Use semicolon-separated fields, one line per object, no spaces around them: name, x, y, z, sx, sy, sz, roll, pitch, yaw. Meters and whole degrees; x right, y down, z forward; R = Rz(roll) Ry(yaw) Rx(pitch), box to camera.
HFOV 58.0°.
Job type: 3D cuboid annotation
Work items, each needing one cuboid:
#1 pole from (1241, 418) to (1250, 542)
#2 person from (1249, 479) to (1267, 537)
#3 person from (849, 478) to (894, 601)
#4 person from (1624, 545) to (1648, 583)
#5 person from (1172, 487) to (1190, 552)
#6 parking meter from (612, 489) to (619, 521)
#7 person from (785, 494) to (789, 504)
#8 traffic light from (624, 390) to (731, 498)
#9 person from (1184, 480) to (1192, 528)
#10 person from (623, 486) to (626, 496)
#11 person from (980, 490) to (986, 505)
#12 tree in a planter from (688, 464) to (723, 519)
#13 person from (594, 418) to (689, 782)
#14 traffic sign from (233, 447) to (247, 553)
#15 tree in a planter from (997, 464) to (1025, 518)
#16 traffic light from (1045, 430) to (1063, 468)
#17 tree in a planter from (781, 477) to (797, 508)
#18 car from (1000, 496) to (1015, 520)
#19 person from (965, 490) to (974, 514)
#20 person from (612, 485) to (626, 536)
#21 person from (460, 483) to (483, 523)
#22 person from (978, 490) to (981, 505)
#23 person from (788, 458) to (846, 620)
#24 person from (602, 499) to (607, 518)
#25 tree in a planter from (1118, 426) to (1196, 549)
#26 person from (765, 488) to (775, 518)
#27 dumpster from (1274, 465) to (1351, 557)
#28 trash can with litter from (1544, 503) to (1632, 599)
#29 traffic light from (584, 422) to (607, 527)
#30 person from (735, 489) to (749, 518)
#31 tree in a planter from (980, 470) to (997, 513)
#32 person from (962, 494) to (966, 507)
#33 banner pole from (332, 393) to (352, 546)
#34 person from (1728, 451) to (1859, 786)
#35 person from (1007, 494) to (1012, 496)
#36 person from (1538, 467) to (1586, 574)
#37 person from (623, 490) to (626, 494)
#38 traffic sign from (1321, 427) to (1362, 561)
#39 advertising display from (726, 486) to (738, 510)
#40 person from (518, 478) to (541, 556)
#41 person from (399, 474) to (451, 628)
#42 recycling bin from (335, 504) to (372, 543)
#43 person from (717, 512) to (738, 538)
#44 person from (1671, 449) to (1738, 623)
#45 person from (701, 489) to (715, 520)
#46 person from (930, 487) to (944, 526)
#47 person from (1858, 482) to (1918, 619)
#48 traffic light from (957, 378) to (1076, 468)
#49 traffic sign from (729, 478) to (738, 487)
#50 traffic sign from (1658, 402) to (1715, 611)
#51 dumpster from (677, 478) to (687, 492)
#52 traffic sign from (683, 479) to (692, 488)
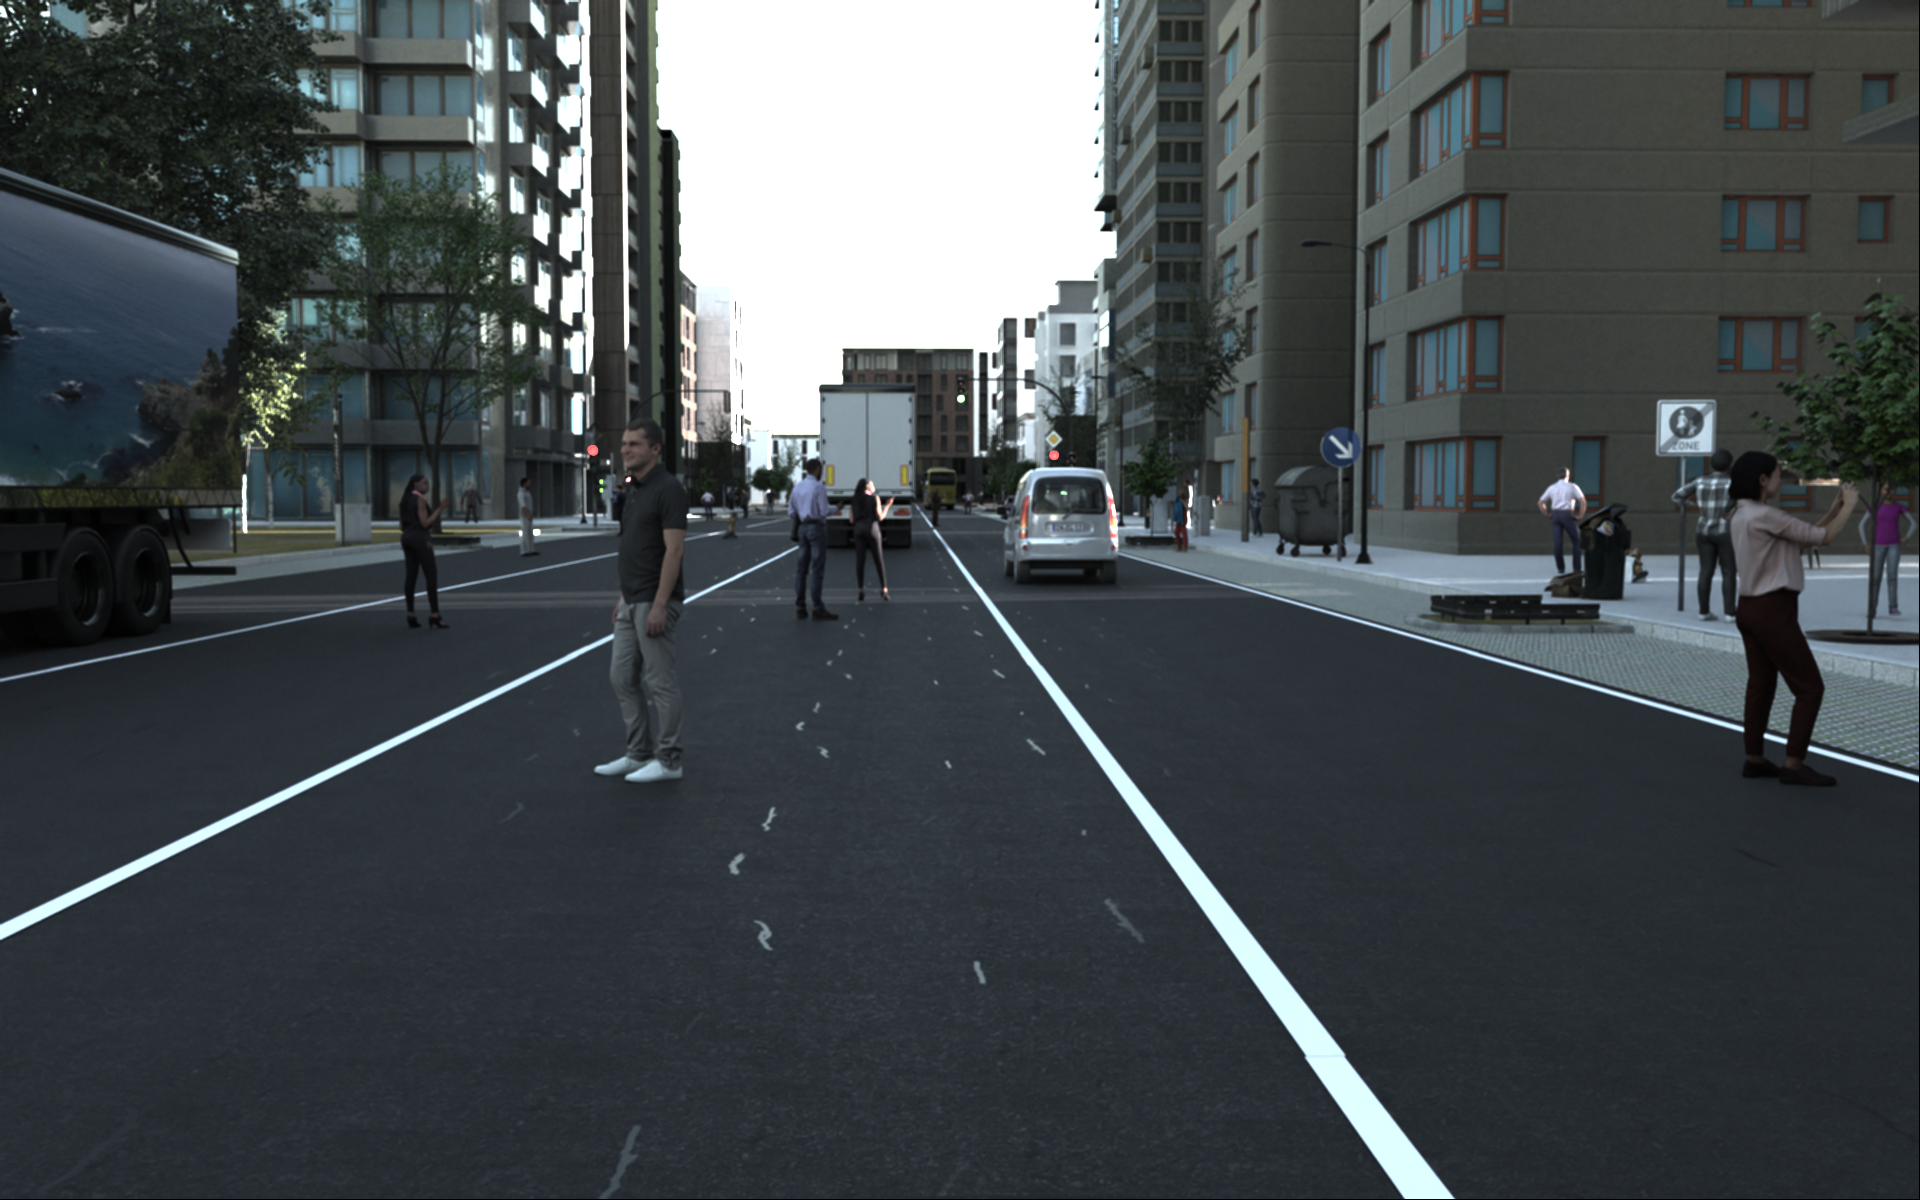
pole;7.644;-3.210;46.334;0.158;3.312;0.155;0;3;0
person;8.804;-2.733;51.454;0.376;1.734;0.841;3;4;38
person;-1.197;-0.820;23.383;0.593;1.643;0.415;-2;4;-30
person;9.716;-0.521;25.038;0.357;0.543;0.381;-2;4;-24
person;5.417;-1.975;42.493;0.444;1.614;0.593;1;4;9
parking meter;-16.395;-4.539;82.624;0.372;1.533;0.369;0;3;0
person;-23.026;-13.599;231.395;0.990;1.755;0.434;3;4;38
traffic light;-12.406;-6.182;75.745;4.771;5.953;1.251;0;4;-2
person;8.467;-3.610;65.213;0.789;1.805;0.875;0;4;-3
person;-19.006;-5.610;98.211;0.568;1.767;0.683;-2;4;-27
person;2.616;-11.762;199.085;0.721;1.736;1.217;-2;4;-33
tree in a planter;-14.996;-6.386;101.628;1.991;3.239;1.994;0;4;-2
person;-1.600;-0.004;8.700;0.434;1.807;0.598;-1;4;-21
traffic sign;-15.757;-2.168;37.584;0.606;2.300;0.079;0;4;7
tree in a planter;3.361;-6.392;101.739;1.991;3.239;1.994;0;4;-2
traffic light;4.098;-5.340;76.222;0.839;4.253;0.868;0;4;-2
tree in a planter;-17.284;-11.033;177.619;1.991;3.239;1.994;0;4;-2
car;3.242;-5.241;98.275;1.945;1.354;3.894;0;4;-1
person;0.612;-6.864;121.669;0.756;1.711;0.436;3;5;42
person;-11.722;-3.081;59.572;0.504;1.737;0.576;0;4;-3
person;-21.728;-4.309;77.053;0.990;1.755;0.434;-1;4;-11
person;2.321;-11.910;201.474;0.721;1.736;1.217;-2;4;-34
person;-1.614;-0.710;19.976;0.709;1.838;0.599;3;5;41
person;-18.687;-4.991;91.559;0.340;1.345;0.435;1;4;15
tree in a planter;5.056;-2.952;45.494;1.991;3.239;1.994;0;4;-2
person;-11.282;-5.766;102.896;0.598;1.807;0.434;0;4;1
dumpster;7.306;-1.843;35.893;1.264;1.857;1.865;0;4;-2
trash can with litter;7.672;-0.603;21.247;0.624;1.170;1.055;-2;4;-35
traffic light;-14.254;-4.816;67.665;0.839;4.253;0.868;0;4;-2
person;-12.987;-5.766;103.305;0.750;1.759;0.617;-2;4;-28
tree in a planter;2.528;-8.079;129.310;1.991;3.239;1.994;0;4;-2
person;0.465;-11.204;194.867;0.628;1.438;0.799;-3;4;-38
banner pole;-15.480;-3.250;43.161;0.401;3.779;0.863;-3;4;-36
person;4.162;0.078;8.684;0.566;1.644;0.517;3;5;44
person;4.920;-9.544;162.801;1.217;1.735;0.721;0;4;0
person;9.763;-1.284;27.975;0.756;1.711;0.436;3;5;43
person;-20.004;-5.827;103.520;0.569;1.553;0.471;-1;4;-14
traffic sign;7.236;-2.009;32.956;0.768;2.556;0.104;0;4;5
advertising display;-18.620;-8.334;141.480;0.974;1.923;0.123;-2;4;-27
person;-9.935;-1.911;39.900;0.789;1.805;0.875;0;4;7
person;-5.723;-0.526;18.572;0.593;1.643;0.415;0;4;-1
recycling bin;-15.915;-2.011;45.431;0.722;1.027;0.722;-3;4;-38
person;-7.521;-2.419;55.970;0.695;0.859;0.347;0;4;2
person;7.616;-0.651;17.415;0.376;1.734;0.841;-2;4;-31
person;-13.804;-5.213;94.671;0.756;1.711;0.436;-1;4;-16
person;-1.021;-4.171;77.380;0.600;1.739;0.565;-2;4;-24
person;9.463;-0.512;17.646;0.726;1.434;0.776;1;4;21
traffic light;2.250;-5.711;68.036;4.771;5.953;1.251;0;4;-2
traffic sign;-18.193;-8.526;139.405;0.884;2.594;0.081;0;4;8
traffic sign;7.905;-1.027;18.928;0.606;2.300;0.079;0;4;7
dumpster;-17.535;-6.324;105.891;1.502;2.255;1.985;0;4;-2
traffic sign;-17.889;-6.828;113.759;0.606;2.300;0.079;0;4;0
